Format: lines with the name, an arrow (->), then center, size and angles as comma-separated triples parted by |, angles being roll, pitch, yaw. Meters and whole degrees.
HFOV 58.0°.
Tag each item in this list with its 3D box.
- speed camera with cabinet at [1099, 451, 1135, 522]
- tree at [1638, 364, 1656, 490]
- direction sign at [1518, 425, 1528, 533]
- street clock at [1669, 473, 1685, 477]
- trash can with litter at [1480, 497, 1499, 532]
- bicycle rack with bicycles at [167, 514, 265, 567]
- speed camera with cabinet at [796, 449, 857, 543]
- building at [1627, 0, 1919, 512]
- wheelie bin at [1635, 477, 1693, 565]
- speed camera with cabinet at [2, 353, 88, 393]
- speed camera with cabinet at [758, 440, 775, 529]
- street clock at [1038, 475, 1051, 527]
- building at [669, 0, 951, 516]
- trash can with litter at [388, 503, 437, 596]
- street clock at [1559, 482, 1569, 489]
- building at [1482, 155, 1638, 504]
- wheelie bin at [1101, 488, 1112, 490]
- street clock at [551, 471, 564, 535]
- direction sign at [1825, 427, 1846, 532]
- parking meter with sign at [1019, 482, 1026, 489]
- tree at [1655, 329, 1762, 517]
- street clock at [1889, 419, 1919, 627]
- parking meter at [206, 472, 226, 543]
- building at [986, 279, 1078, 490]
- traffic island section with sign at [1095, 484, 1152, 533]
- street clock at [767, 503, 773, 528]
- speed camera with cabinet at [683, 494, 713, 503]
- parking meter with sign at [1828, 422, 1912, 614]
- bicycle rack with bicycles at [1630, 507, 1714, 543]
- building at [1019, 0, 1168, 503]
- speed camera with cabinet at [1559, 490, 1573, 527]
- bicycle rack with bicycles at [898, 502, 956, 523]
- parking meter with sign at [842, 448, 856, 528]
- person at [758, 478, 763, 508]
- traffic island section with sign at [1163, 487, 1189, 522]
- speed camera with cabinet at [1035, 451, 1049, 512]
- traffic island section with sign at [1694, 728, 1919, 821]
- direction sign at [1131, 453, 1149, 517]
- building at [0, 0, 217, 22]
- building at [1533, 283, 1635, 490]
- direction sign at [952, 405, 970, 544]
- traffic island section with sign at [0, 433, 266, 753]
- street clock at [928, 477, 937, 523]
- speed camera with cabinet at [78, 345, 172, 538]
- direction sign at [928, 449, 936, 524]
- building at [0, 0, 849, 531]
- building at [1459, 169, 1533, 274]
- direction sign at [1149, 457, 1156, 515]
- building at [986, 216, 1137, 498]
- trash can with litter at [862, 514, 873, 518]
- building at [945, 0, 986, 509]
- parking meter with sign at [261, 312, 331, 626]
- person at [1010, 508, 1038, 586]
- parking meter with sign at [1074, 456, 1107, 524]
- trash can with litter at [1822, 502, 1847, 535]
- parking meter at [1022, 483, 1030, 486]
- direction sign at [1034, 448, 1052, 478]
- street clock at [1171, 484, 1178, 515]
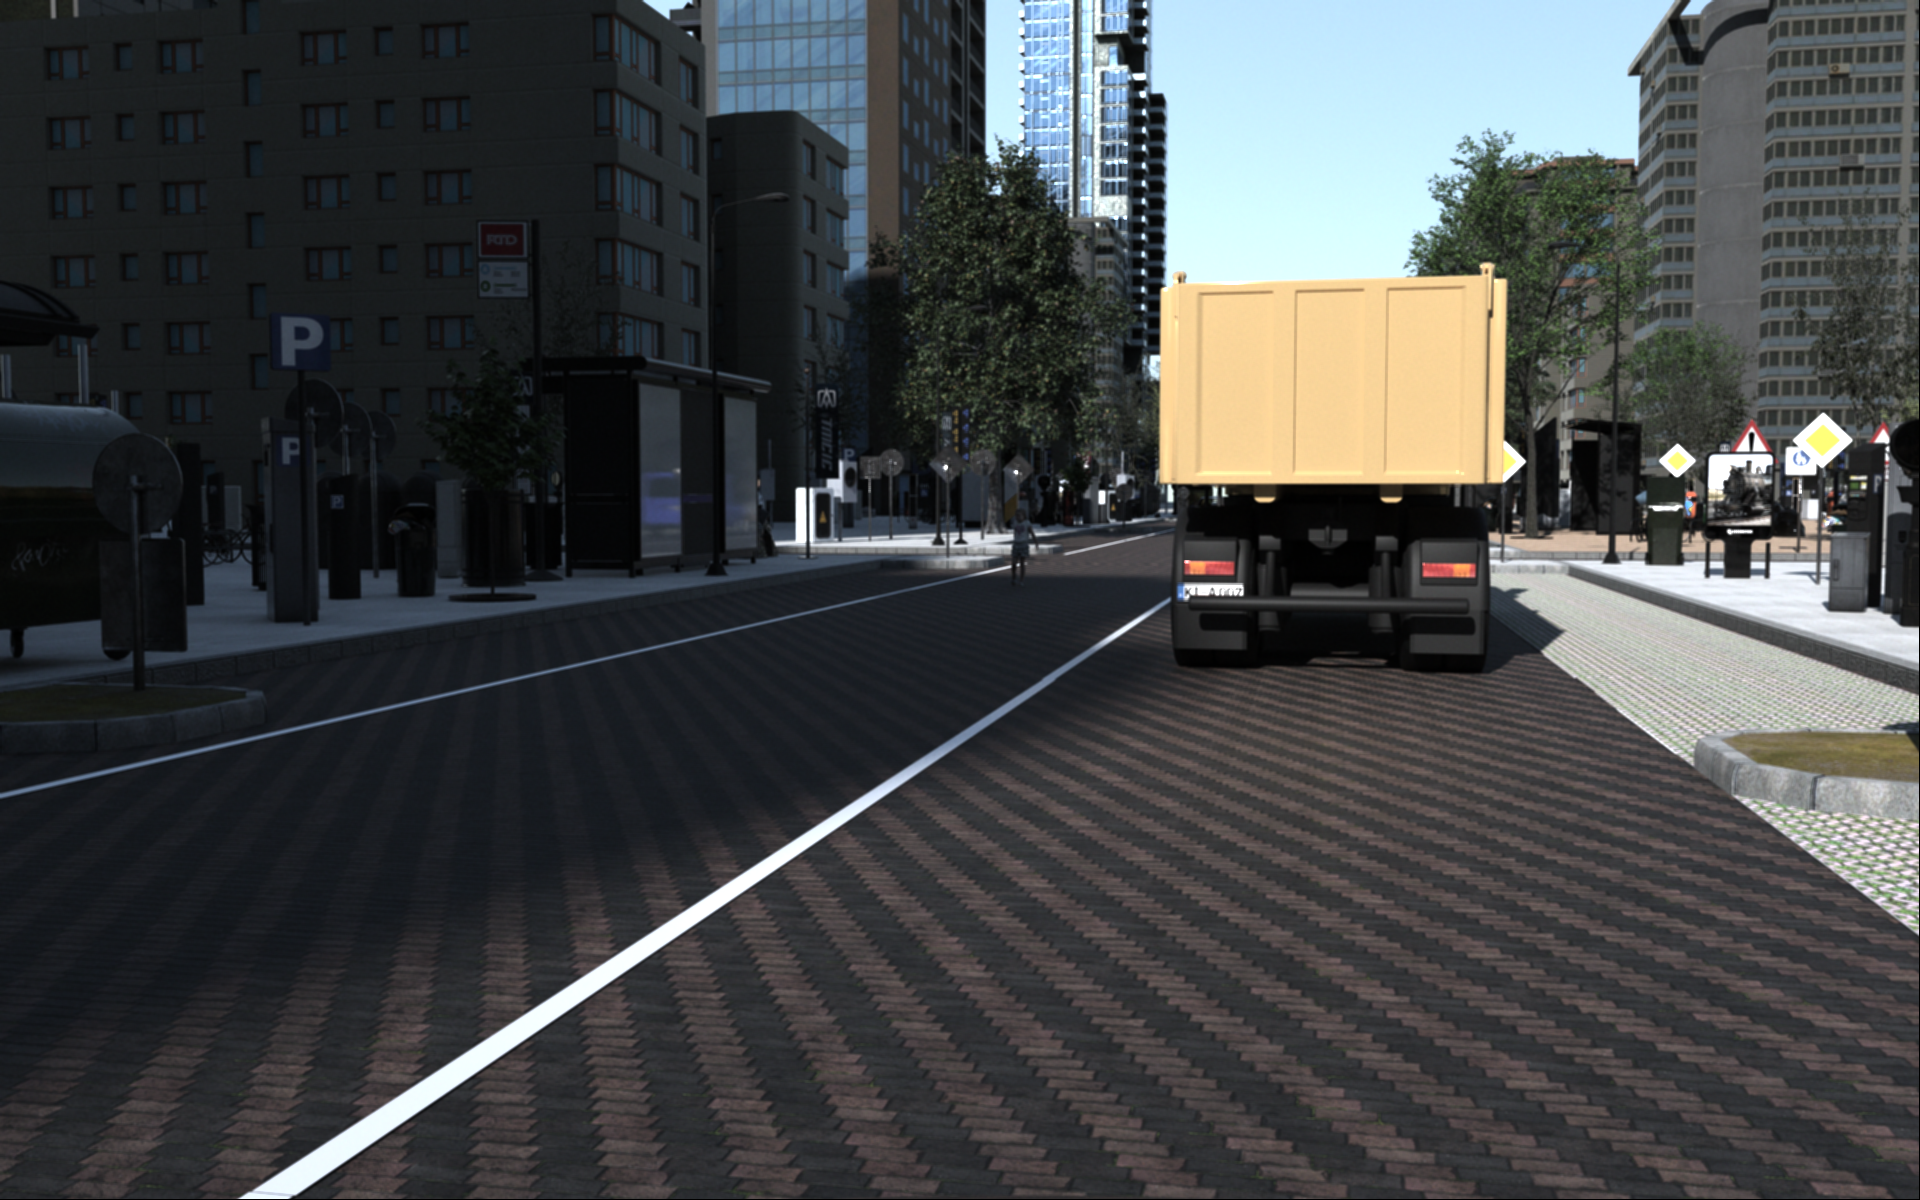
speed camera with cabinet -> 7.183, -5.211, 79.531 | 0.660, 3.252, 2.038 | 3, 5, 43
tree -> 37.630, -8.502, 89.371 | 4.360, 8.622, 3.978 | 0, 3, 0
direction sign -> 18.548, -3.967, 56.859 | 0.379, 3.537, 0.876 | 3, 5, 43
street clock -> 22.645, -3.071, 54.780 | 0.358, 2.002, 0.471 | -1, 4, -20
trash can with litter -> 17.818, -2.911, 58.987 | 0.624, 1.170, 1.055 | -2, 4, -34
bicycle rack with bicycles -> -13.514, -1.075, 30.957 | 2.852, 0.926, 2.925 | 2, 4, 35
speed camera with cabinet -> -3.526, -3.155, 45.920 | 0.660, 3.252, 2.038 | 2, 4, 32
building -> 63.617, -26.618, 127.089 | 32.217, 40.220, 23.993 | 1, 4, 12
wheelie bin -> 12.736, -1.434, 31.347 | 0.980, 1.594, 0.693 | 1, 4, 22
speed camera with cabinet -> -12.981, -1.882, 25.113 | 2.038, 3.252, 0.660 | -2, 4, -24
speed camera with cabinet -> -7.381, -4.232, 63.530 | 0.660, 3.252, 2.038 | -2, 4, -25
street clock -> 3.271, -3.840, 67.358 | 0.471, 2.002, 0.358 | -3, 4, -36
building -> -8.810, -28.031, 108.422 | 14.600, 45.320, 14.200 | 1, 4, 12
trash can with litter -> -6.972, -0.645, 21.925 | 0.624, 1.170, 1.055 | -2, 4, -25
street clock -> 36.255, -6.082, 104.007 | 0.471, 2.002, 0.358 | 0, 4, -5
building -> 80.439, -35.088, 228.316 | 22.147, 44.769, 28.867 | 1, 4, 12
wheelie bin -> 7.970, -5.310, 94.724 | 0.980, 1.594, 0.693 | -1, 4, -13
street clock -> -12.713, -3.075, 54.839 | 0.471, 2.002, 0.358 | 3, 5, 41
direction sign -> 29.634, -4.079, 58.687 | 0.876, 3.537, 0.379 | -1, 4, -22
parking meter with sign -> 4.023, -7.140, 112.996 | 0.543, 3.016, 1.738 | 0, 4, -5
tree -> 33.908, -7.784, 77.631 | 4.360, 8.622, 3.978 | 0, 3, 0
street clock -> 9.231, -0.744, 16.728 | 0.471, 2.002, 0.358 | 1, 4, 20
parking meter -> -19.719, -2.458, 45.892 | 0.399, 1.863, 0.255 | 1, 4, 8
building -> -4.652, -19.050, 156.499 | 27.650, 21.520, 28.899 | 1, 4, 12
traffic island section with sign -> 6.148, -3.430, 64.715 | 1.989, 1.847, 2.006 | 1, 4, 12
street clock -> -7.173, -3.715, 65.303 | 0.358, 2.002, 0.471 | -2, 4, -25
speed camera with cabinet -> -8.112, -3.630, 53.691 | 2.038, 3.252, 0.660 | 0, 3, 0
parking meter with sign -> 10.275, -1.357, 18.453 | 1.738, 3.016, 0.543 | 2, 4, 33
bicycle rack with bicycles -> 19.147, -2.030, 46.567 | 2.925, 0.926, 2.852 | -2, 4, -33
building -> 19.965, -57.543, 253.503 | 22.319, 86.520, 31.000 | 1, 4, 12
speed camera with cabinet -> 24.105, -4.475, 67.502 | 2.038, 3.252, 0.660 | -3, 5, -41
bicycle rack with bicycles -> -1.324, -3.946, 77.900 | 2.925, 0.926, 2.852 | -3, 5, -40
parking meter with sign -> -4.255, -4.278, 66.213 | 0.543, 3.016, 1.738 | 0, 4, -5
person -> -4.953, -2.032, 41.741 | 0.654, 1.822, 0.581 | 1, 4, 11
traffic island section with sign -> 11.767, -5.043, 91.081 | 1.989, 1.847, 2.006 | 1, 4, 12
speed camera with cabinet -> 3.831, -5.211, 79.531 | 0.660, 3.252, 2.038 | 1, 4, 10
traffic island section with sign -> 4.725, 0.015, 8.389 | 1.989, 1.847, 2.006 | 1, 4, 12
direction sign -> 9.890, -6.376, 96.252 | 0.876, 3.537, 0.379 | -1, 4, -17
building -> -47.428, -39.082, 77.238 | 20.611, 71.187, 20.563 | 1, 4, 12
building -> 67.152, -18.890, 153.897 | 27.650, 21.520, 28.899 | 1, 4, 12
direction sign -> 0.020, -3.199, 44.299 | 0.379, 3.537, 0.876 | -2, 4, -29
traffic island section with sign -> -5.411, -0.118, 10.555 | 1.989, 1.847, 2.006 | 1, 4, 12
street clock -> -1.132, -4.305, 74.955 | 0.471, 2.002, 0.358 | 1, 4, 9
speed camera with cabinet -> -11.722, -1.799, 23.743 | 0.660, 3.252, 2.038 | 0, 4, 7
direction sign -> -1.166, -4.967, 73.208 | 0.379, 3.537, 0.876 | 0, 4, 4
building -> -22.089, -14.110, 75.744 | 27.650, 21.520, 28.899 | 1, 4, 12
building -> 84.522, -38.499, 253.160 | 21.300, 48.544, 21.600 | 1, 4, 12
direction sign -> 11.547, -6.955, 105.706 | 0.876, 3.537, 0.379 | -1, 4, -21
building -> 8.657, -32.867, 229.260 | 32.217, 40.220, 23.993 | 1, 4, 12
trash can with litter -> -5.581, -5.126, 94.873 | 1.678, 1.210, 2.233 | 0, 4, -1
building -> -6.782, -42.319, 130.165 | 20.563, 71.187, 20.611 | 1, 4, 12
parking meter with sign -> -6.772, -1.302, 17.544 | 0.543, 3.016, 1.738 | -2, 4, -29
person -> 1.005, -0.827, 27.029 | 0.505, 1.210, 0.382 | 1, 4, 23
parking meter with sign -> 5.596, -4.740, 73.768 | 0.543, 3.016, 1.738 | 3, 5, 41
trash can with litter -> 12.957, -0.842, 25.149 | 0.624, 1.170, 1.055 | 3, 5, 42
parking meter -> 3.527, -5.342, 93.050 | 0.399, 1.863, 0.255 | -2, 4, -32
direction sign -> 4.039, -5.678, 84.825 | 0.876, 3.537, 0.379 | 1, 4, 10
street clock -> 13.093, -6.156, 105.220 | 0.471, 2.002, 0.358 | -1, 4, -19
